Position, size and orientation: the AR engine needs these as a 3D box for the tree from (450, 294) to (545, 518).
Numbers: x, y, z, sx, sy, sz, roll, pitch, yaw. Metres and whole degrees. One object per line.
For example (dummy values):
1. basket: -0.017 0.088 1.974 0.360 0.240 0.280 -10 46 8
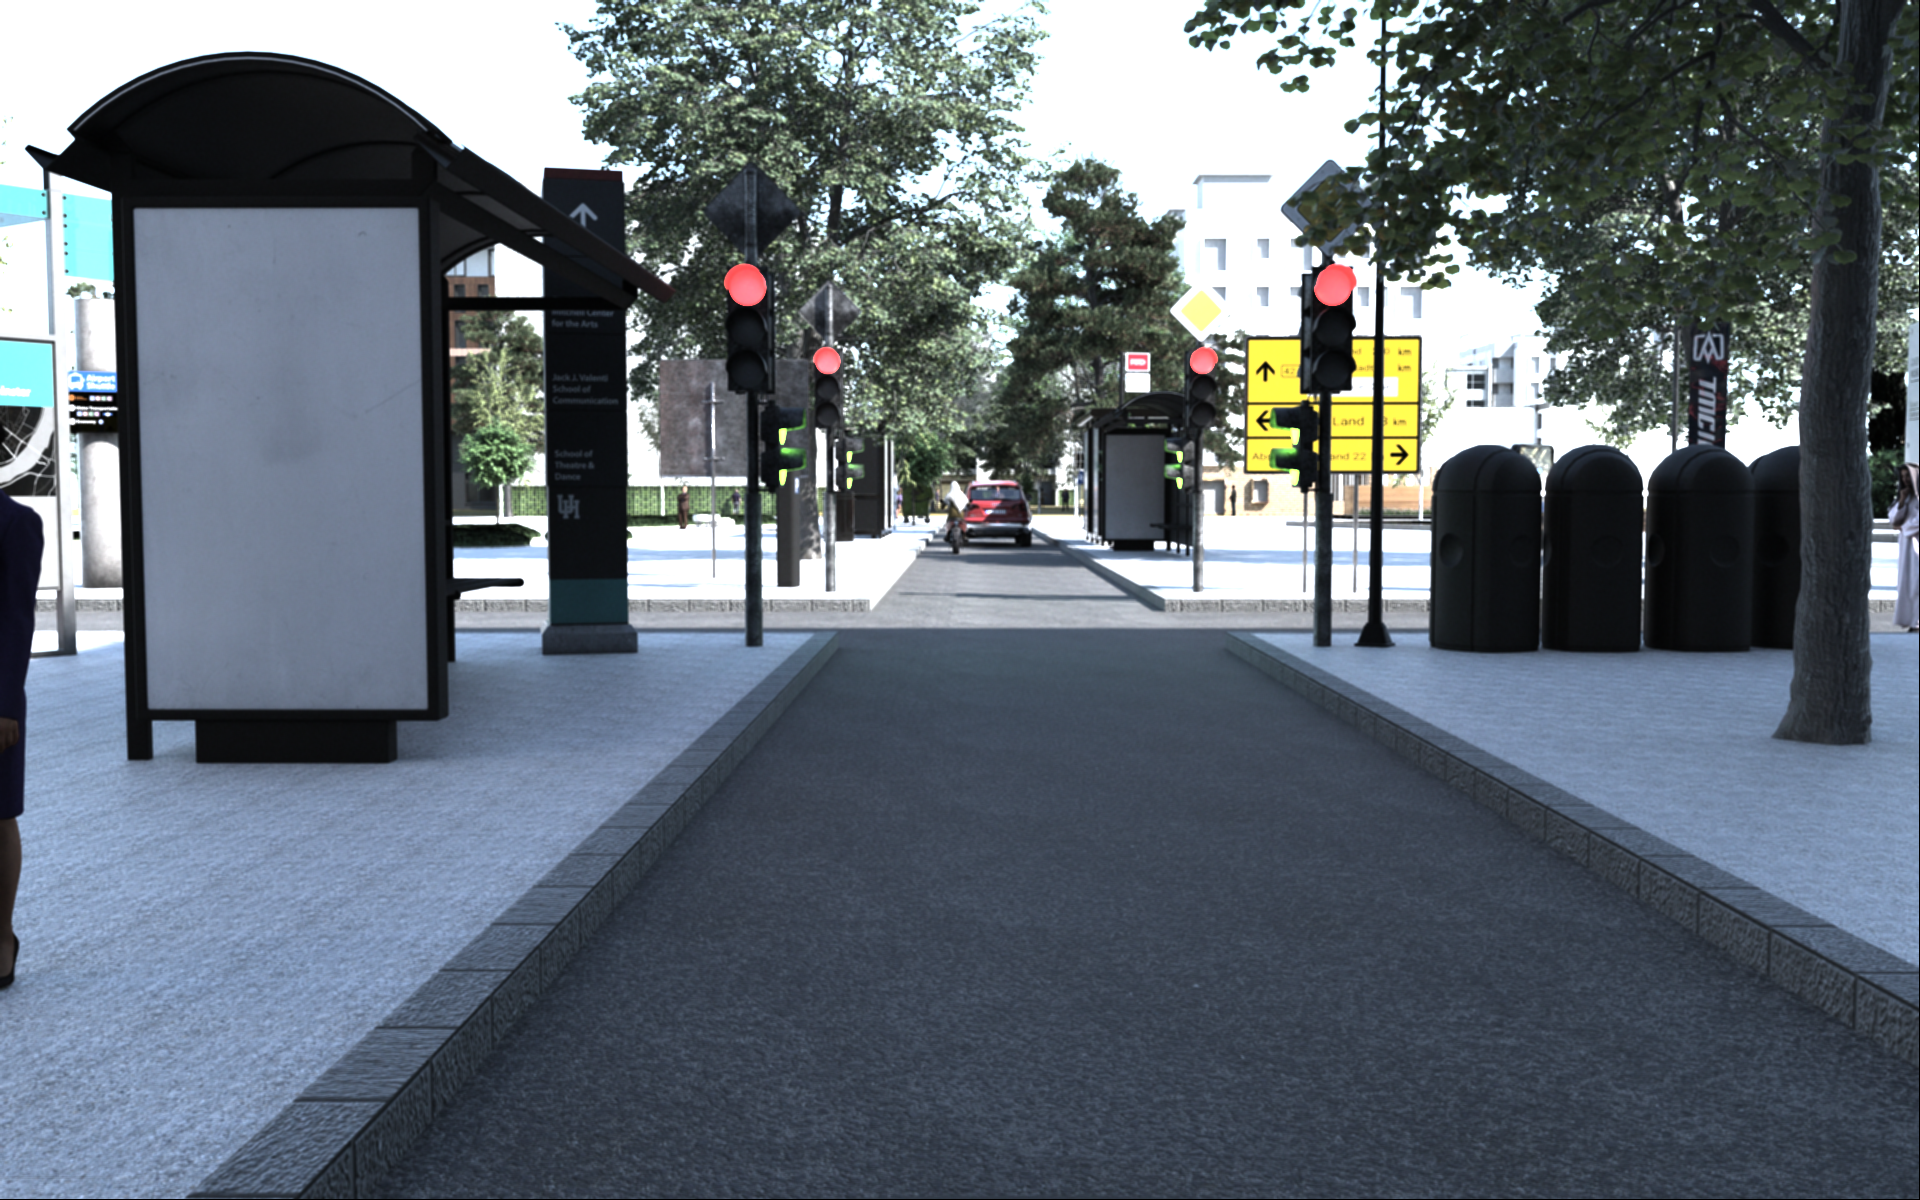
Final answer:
1. tree: -24.526 -10.481 93.418 6.751 12.117 7.091 0 3 0

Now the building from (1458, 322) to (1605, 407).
1. building: 64.205 -20.830 196.994 11.380 20.091 16.016 0 4 0

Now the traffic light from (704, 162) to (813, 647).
1. traffic light: -1.722 -1.546 14.519 0.839 4.213 0.868 0 4 0

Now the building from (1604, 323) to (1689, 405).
1. building: 75.589 -20.871 197.656 11.380 20.091 16.016 0 4 0

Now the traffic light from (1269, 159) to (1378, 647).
1. traffic light: 3.039 -1.545 14.505 0.839 4.213 0.868 0 4 0

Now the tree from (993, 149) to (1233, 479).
1. tree: 4.459 -8.118 54.792 6.751 12.117 7.091 0 3 0

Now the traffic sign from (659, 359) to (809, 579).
1. traffic sign: -3.409 -1.974 26.150 2.265 3.308 0.079 0 4 2

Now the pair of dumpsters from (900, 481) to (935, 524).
1. pair of dumpsters: -1.925 -4.549 76.877 1.574 2.255 4.436 0 4 0

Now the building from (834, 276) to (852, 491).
1. building: -15.777 -18.492 158.762 11.380 20.091 16.016 0 4 0

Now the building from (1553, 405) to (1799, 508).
1. building: 67.535 -13.428 161.700 28.070 9.664 9.099 0 4 0

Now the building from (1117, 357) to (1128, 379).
1. building: 20.088 -16.820 131.430 16.016 20.091 11.380 0 4 0

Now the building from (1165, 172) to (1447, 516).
1. building: 20.628 -15.359 107.544 16.016 20.091 11.380 0 4 0

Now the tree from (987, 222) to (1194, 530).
1. tree: 4.773 -8.394 63.003 9.928 11.665 9.643 0 3 0

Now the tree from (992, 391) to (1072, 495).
1. tree: 5.682 -12.831 144.203 7.601 10.594 8.767 2 4 24

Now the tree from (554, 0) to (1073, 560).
1. tree: -2.911 -7.760 33.535 9.857 13.997 8.962 0 3 0

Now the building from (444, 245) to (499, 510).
1. building: -49.995 -18.850 152.180 32.646 21.610 27.936 0 4 0

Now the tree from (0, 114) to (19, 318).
1. tree: -18.332 -4.882 30.182 4.737 8.622 4.395 0 3 0

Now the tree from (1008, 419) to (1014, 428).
1. tree: 5.100 -9.843 111.288 4.360 8.622 3.978 0 3 0

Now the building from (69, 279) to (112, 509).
1. building: -71.967 -18.502 158.927 11.380 20.091 16.016 0 4 0

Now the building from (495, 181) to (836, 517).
1. building: -17.793 -15.127 113.782 16.747 18.905 31.486 0 4 0

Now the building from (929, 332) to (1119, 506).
1. building: 10.815 -20.219 197.045 31.486 18.905 16.747 0 4 0

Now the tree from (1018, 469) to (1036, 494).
1. tree: 5.103 -8.616 135.479 1.663 3.219 1.824 0 3 0

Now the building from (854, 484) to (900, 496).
1. building: -19.201 -15.434 194.494 28.070 9.664 9.099 0 4 0

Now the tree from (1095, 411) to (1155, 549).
1. tree: 3.981 -2.821 40.730 1.663 3.219 1.824 0 3 0

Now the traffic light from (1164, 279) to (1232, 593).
1. traffic light: 3.088 -2.033 22.490 0.839 4.213 0.868 0 4 0

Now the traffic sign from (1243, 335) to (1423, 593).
1. traffic sign: 4.788 -1.740 22.320 2.265 3.308 0.079 0 4 2

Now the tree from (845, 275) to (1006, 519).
1. tree: -1.882 -10.883 88.303 12.009 13.543 11.850 0 3 0

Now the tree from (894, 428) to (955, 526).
1. tree: -1.936 -5.302 70.403 4.285 4.588 4.351 0 3 0

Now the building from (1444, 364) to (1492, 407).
1. building: 42.411 -20.274 197.940 31.486 18.905 16.747 0 4 0

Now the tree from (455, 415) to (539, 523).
1. tree: -19.037 -5.330 70.851 4.285 4.588 4.351 0 3 0

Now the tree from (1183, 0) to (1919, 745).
1. tree: 4.960 -5.539 8.694 7.486 12.596 7.792 0 3 0

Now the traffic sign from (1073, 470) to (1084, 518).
1. traffic sign: 6.405 -5.677 92.926 0.768 2.556 0.104 0 4 1

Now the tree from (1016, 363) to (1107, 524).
1. tree: 4.780 -7.616 74.880 4.360 8.622 3.978 0 3 0

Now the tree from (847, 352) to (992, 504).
1. tree: -2.737 -10.102 99.574 8.767 10.594 7.601 0 4 1

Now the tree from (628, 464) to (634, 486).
1. tree: -11.606 -3.816 57.001 1.663 3.219 1.824 0 3 0

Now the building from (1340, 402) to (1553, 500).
1. building: 39.465 -13.427 161.681 28.070 9.664 9.099 0 4 0

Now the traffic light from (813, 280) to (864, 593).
1. traffic light: -1.673 -2.034 22.504 0.839 4.213 0.868 0 4 0

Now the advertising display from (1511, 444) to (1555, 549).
1. advertising display: 7.423 -1.057 22.489 0.974 1.923 0.123 -3 5 -45

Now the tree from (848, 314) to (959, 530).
1. tree: -2.105 -6.828 61.996 4.737 8.622 4.395 0 3 0
